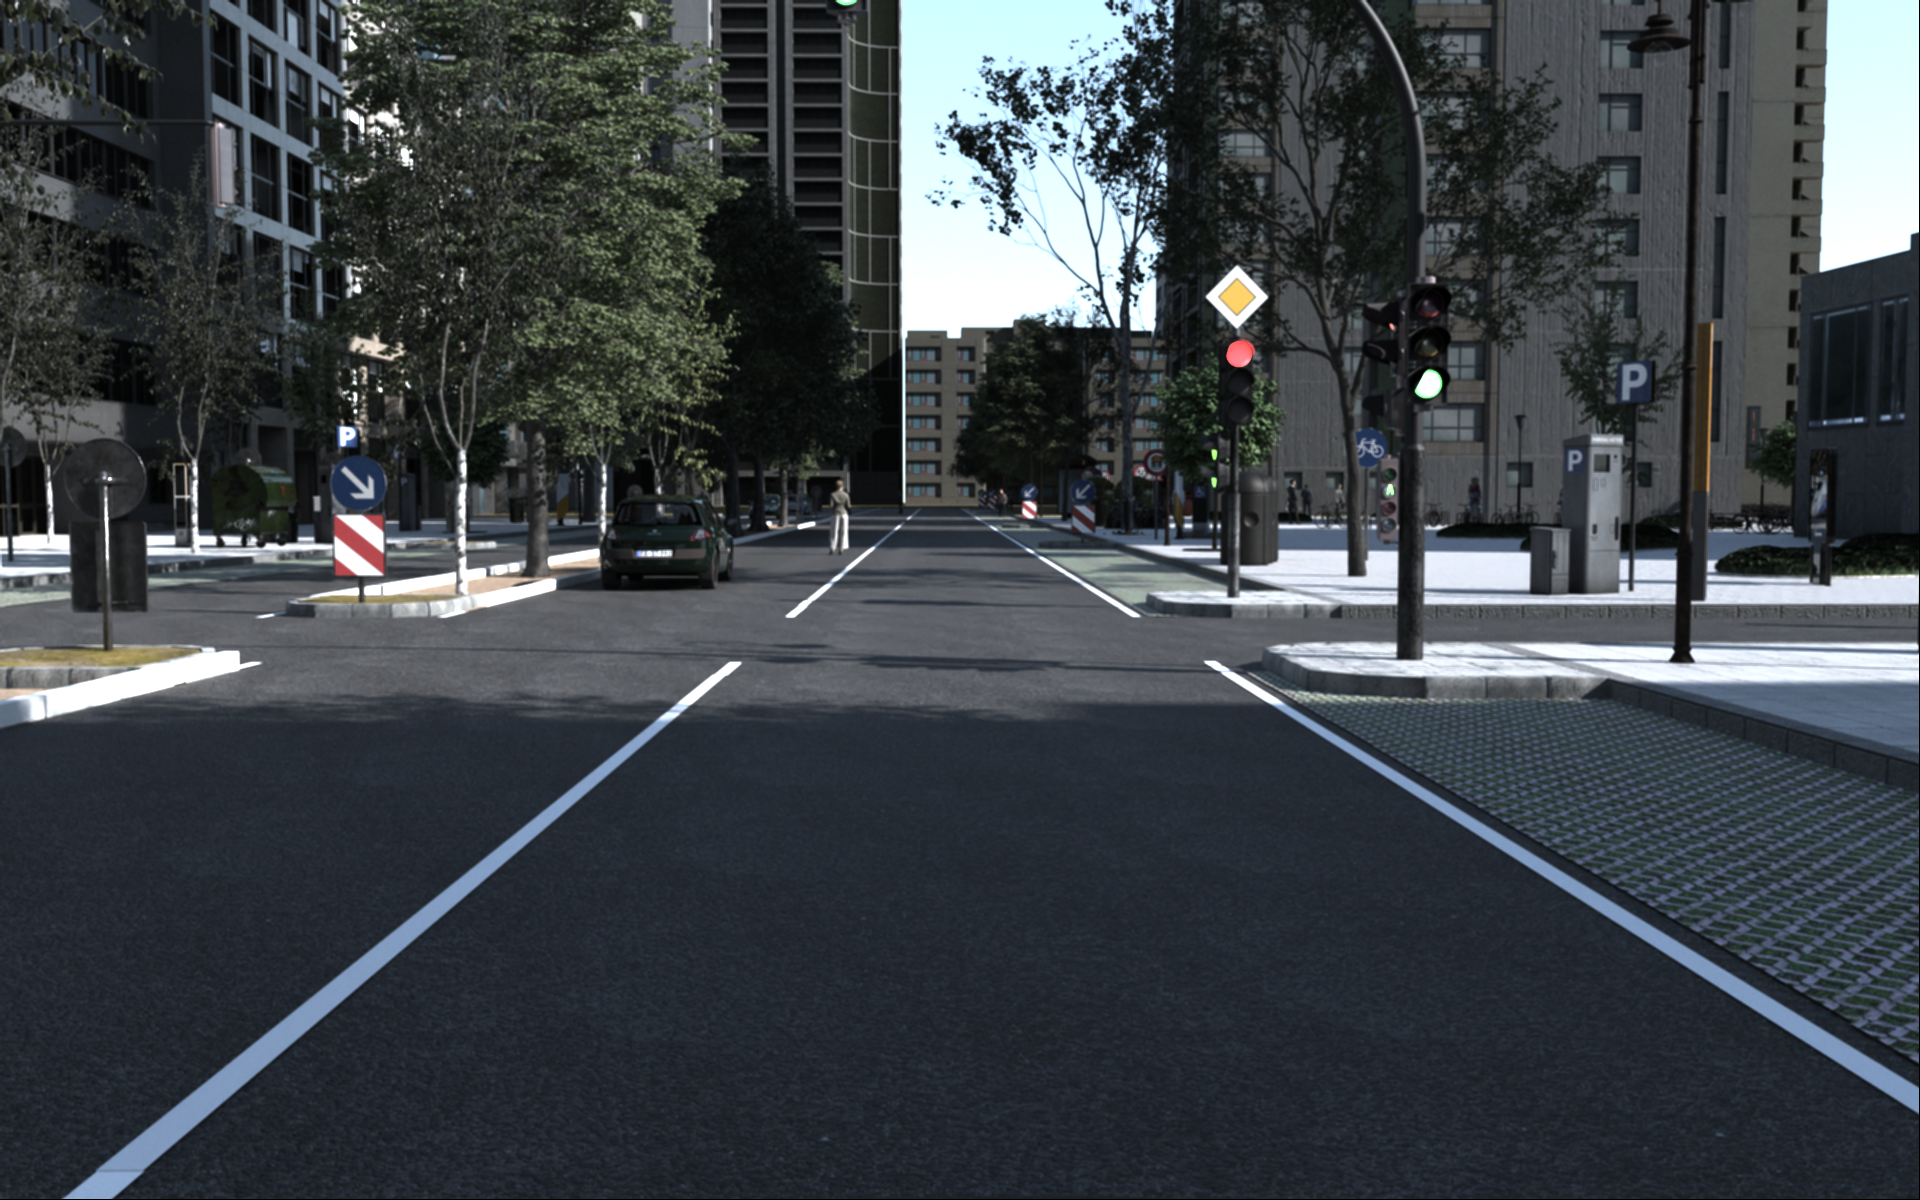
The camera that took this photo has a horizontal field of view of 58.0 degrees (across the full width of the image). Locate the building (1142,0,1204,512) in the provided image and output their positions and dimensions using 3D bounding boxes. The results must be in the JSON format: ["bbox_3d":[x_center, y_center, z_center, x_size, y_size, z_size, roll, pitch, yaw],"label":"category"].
[{"bbox_3d":[24.824,-42.043,125.652,20.563,71.187,20.611,0,4,-1],"label":"building"}]

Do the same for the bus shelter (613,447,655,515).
[{"bbox_3d":[-16.665,-6.054,90.266,1.731,3.624,6.357,0,4,-1],"label":"bus shelter"}]

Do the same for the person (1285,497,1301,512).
[{"bbox_3d":[18.003,-5.038,93.909,1.012,1.151,0.738,-1,4,-14],"label":"person"}]

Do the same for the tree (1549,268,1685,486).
[{"bbox_3d":[21.219,-6.489,56.458,4.737,8.622,4.395,0,3,0],"label":"tree"}]

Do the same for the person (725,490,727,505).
[{"bbox_3d":[-19.802,-8.650,147.916,0.568,1.767,0.683,-2,4,-24],"label":"person"}]

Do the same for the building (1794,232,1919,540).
[{"bbox_3d":[39.033,-44.426,39.030,31.000,86.520,22.319,0,4,-1],"label":"building"}]

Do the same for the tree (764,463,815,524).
[{"bbox_3d":[-7.849,-8.135,85.835,4.360,8.622,3.978,0,3,0],"label":"tree"}]

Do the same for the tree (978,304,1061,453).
[{"bbox_3d":[4.902,-9.016,81.827,8.767,10.594,7.601,0,4,7],"label":"tree"}]

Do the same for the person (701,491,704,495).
[{"bbox_3d":[-26.020,-10.133,174.898,1.217,1.735,0.721,-1,4,-14],"label":"person"}]

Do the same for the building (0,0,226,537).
[{"bbox_3d":[-32.990,-13.919,46.637,14.314,24.678,30.058,0,4,-1],"label":"building"}]

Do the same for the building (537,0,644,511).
[{"bbox_3d":[-41.954,-34.087,146.554,27.495,52.752,28.713,0,4,-1],"label":"building"}]

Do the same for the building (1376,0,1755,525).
[{"bbox_3d":[25.358,-24.064,77.049,14.154,41.232,14.086,0,4,-1],"label":"building"}]

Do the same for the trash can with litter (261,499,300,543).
[{"bbox_3d":[-17.953,-2.095,45.632,1.055,1.170,0.624,0,4,4],"label":"trash can with litter"}]

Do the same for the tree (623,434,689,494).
[{"bbox_3d":[-17.468,-12.200,109.832,12.009,13.543,11.850,0,3,0],"label":"tree"}]

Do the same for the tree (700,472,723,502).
[{"bbox_3d":[-17.353,-7.752,121.342,1.663,3.219,1.824,0,3,0],"label":"tree"}]

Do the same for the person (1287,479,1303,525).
[{"bbox_3d":[14.055,-4.124,72.829,0.474,1.900,0.648,-2,4,-31],"label":"person"}]

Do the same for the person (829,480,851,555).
[{"bbox_3d":[-2.852,-1.950,40.934,0.519,1.759,0.362,-1,4,-8],"label":"person"}]

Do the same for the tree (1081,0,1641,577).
[{"bbox_3d":[6.228,-5.668,27.078,8.767,10.594,7.601,0,4,0],"label":"tree"}]

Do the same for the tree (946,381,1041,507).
[{"bbox_3d":[3.411,-15.462,169.811,9.611,12.733,9.660,0,3,0],"label":"tree"}]

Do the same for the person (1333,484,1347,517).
[{"bbox_3d":[20.067,-5.225,91.661,0.709,1.800,0.728,-2,4,-35],"label":"person"}]

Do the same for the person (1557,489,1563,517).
[{"bbox_3d":[15.779,-2.323,44.855,0.563,1.720,0.643,-1,4,-14],"label":"person"}]

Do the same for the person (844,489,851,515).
[{"bbox_3d":[-7.579,-6.543,115.925,0.683,1.767,0.568,3,5,39],"label":"person"}]

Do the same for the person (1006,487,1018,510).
[{"bbox_3d":[4.186,-8.265,141.174,1.348,1.824,0.705,-3,5,-41],"label":"person"}]

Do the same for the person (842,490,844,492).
[{"bbox_3d":[-11.651,-10.018,172.287,1.348,1.826,0.705,-1,4,-21],"label":"person"}]

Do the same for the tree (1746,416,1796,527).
[{"bbox_3d":[33.187,-5.207,68.851,4.285,4.588,4.351,0,3,0],"label":"tree"}]

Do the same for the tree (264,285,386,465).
[{"bbox_3d":[-22.332,-6.758,60.855,4.737,8.622,4.395,0,3,0],"label":"tree"}]

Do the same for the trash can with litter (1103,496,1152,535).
[{"bbox_3d":[5.398,-2.694,55.109,1.678,1.210,2.233,0,4,3],"label":"trash can with litter"}]

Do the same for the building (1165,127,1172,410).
[{"bbox_3d":[30.821,-27.998,149.654,32.217,40.220,23.993,0,4,-1],"label":"building"}]

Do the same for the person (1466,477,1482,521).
[{"bbox_3d":[16.869,-3.106,56.805,0.573,1.828,0.580,-1,4,-10],"label":"person"}]

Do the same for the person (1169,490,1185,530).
[{"bbox_3d":[7.803,-3.409,62.457,0.731,1.740,0.598,1,4,22],"label":"person"}]

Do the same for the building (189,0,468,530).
[{"bbox_3d":[-36.801,-16.762,78.582,19.350,26.468,34.151,0,4,-1],"label":"building"}]

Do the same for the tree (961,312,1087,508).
[{"bbox_3d":[4.335,-11.621,108.138,7.486,12.596,7.792,0,3,0],"label":"tree"}]

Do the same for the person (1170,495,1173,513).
[{"bbox_3d":[14.196,-6.648,114.603,0.709,1.838,0.599,-3,4,-38],"label":"person"}]

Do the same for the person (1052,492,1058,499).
[{"bbox_3d":[6.783,-6.726,116.011,1.348,1.824,0.705,0,4,3],"label":"person"}]

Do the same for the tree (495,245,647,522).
[{"bbox_3d":[-17.401,-10.647,80.735,9.857,13.997,8.962,0,3,0],"label":"tree"}]

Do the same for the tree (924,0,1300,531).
[{"bbox_3d":[5.041,-12.436,59.221,12.611,20.169,13.585,0,3,0],"label":"tree"}]

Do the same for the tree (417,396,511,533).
[{"bbox_3d":[-16.414,-4.509,57.440,4.285,4.588,4.351,0,3,0],"label":"tree"}]

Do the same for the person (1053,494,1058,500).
[{"bbox_3d":[8.232,-8.354,143.363,1.217,1.736,0.721,-1,4,-23],"label":"person"}]

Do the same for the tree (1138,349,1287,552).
[{"bbox_3d":[5.697,-3.389,39.130,4.285,4.588,4.351,0,3,0],"label":"tree"}]

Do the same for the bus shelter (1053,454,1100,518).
[{"bbox_3d":[6.040,-5.885,90.146,2.014,3.302,5.546,0,4,-1],"label":"bus shelter"}]

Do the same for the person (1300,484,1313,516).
[{"bbox_3d":[18.008,-5.117,89.887,0.661,1.801,0.590,0,4,-1],"label":"person"}]

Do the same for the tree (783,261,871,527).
[{"bbox_3d":[-7.758,-9.449,75.068,7.486,12.596,7.792,0,3,0],"label":"tree"}]

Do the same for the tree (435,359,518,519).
[{"bbox_3d":[-24.949,-8.484,89.079,4.737,8.622,4.395,0,3,0],"label":"tree"}]

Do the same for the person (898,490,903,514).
[{"bbox_3d":[-4.376,-7.166,126.578,0.530,1.710,0.541,2,4,24],"label":"person"}]

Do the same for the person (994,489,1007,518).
[{"bbox_3d":[2.462,-5.874,105.073,0.617,1.759,0.750,2,4,27],"label":"person"}]

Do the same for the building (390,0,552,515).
[{"bbox_3d":[-39.667,-30.074,111.325,23.786,49.044,30.456,0,4,-1],"label":"building"}]
